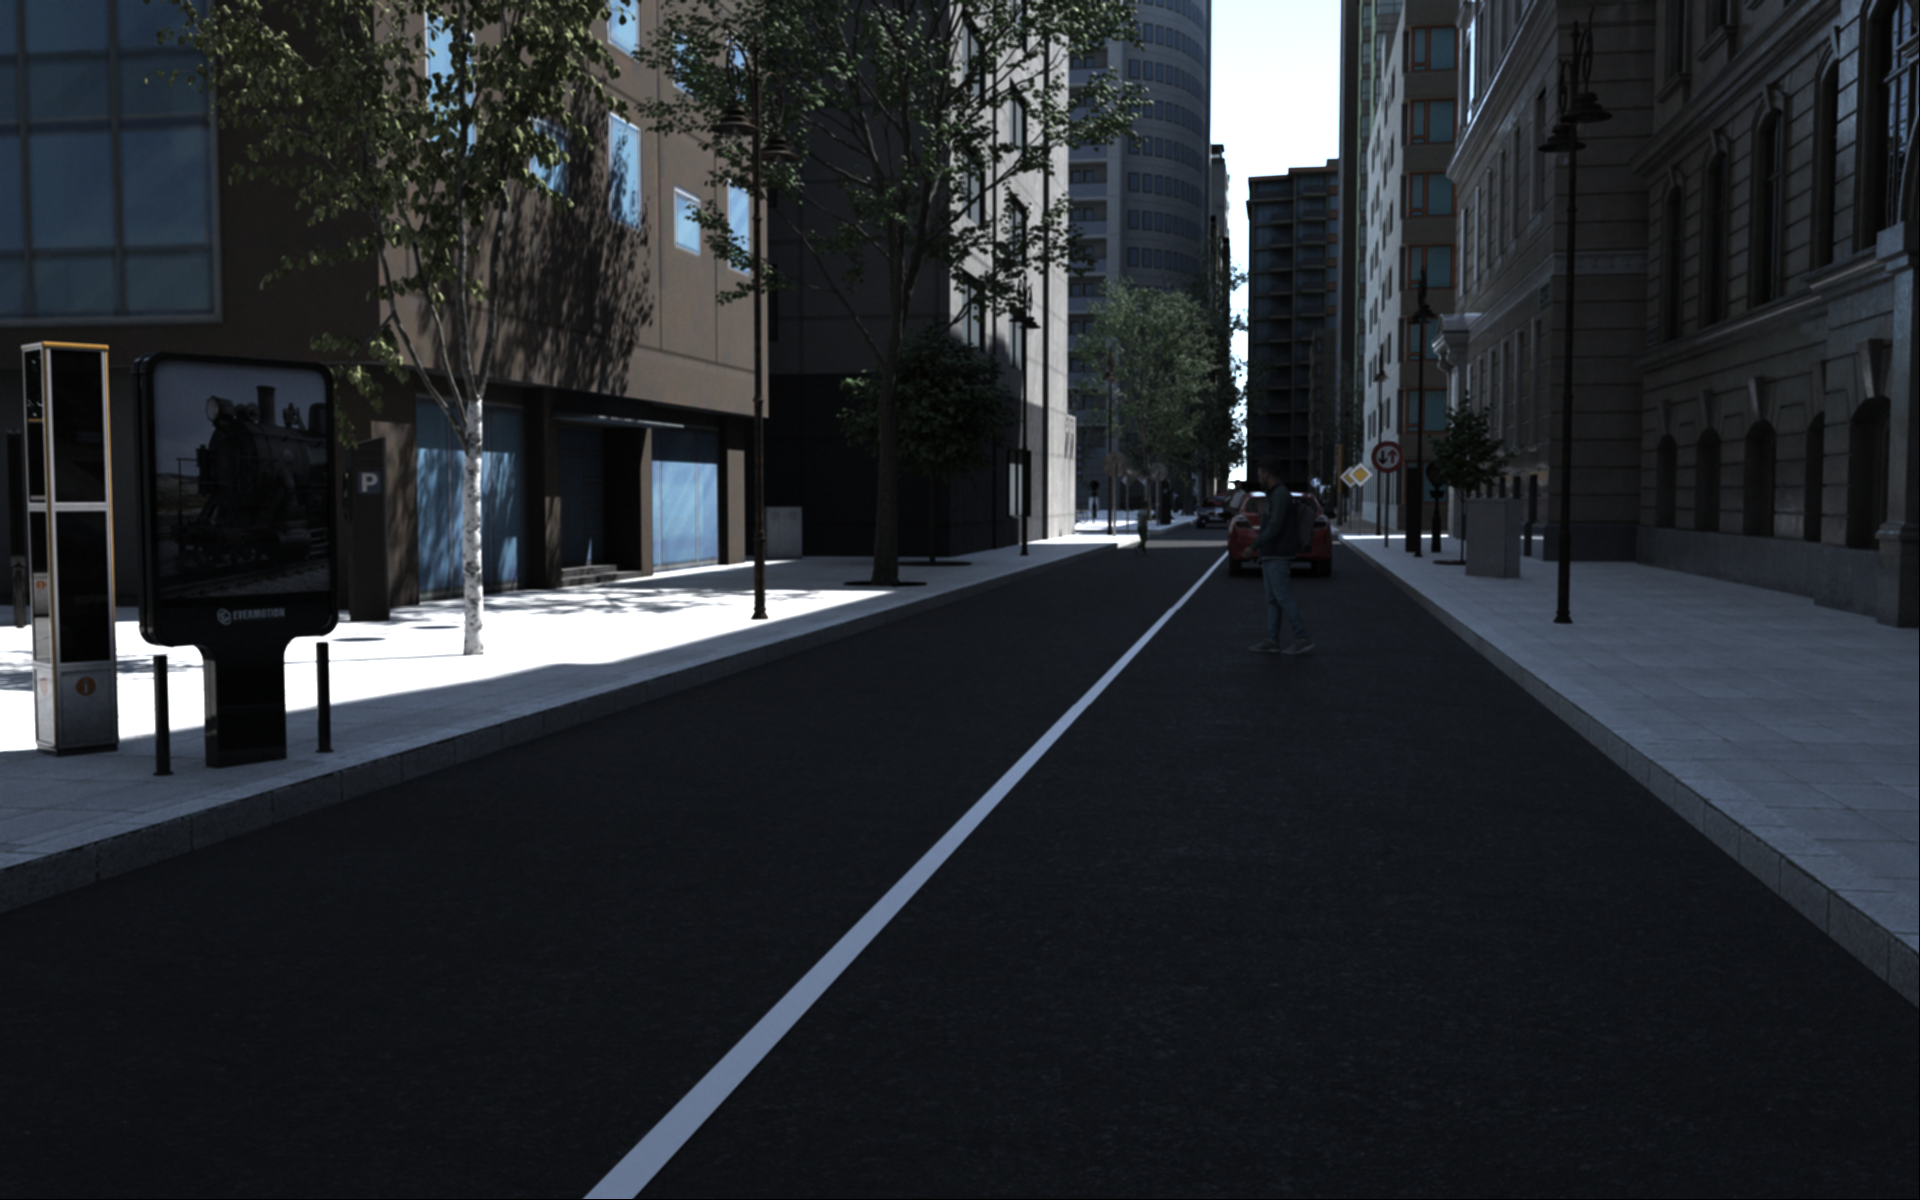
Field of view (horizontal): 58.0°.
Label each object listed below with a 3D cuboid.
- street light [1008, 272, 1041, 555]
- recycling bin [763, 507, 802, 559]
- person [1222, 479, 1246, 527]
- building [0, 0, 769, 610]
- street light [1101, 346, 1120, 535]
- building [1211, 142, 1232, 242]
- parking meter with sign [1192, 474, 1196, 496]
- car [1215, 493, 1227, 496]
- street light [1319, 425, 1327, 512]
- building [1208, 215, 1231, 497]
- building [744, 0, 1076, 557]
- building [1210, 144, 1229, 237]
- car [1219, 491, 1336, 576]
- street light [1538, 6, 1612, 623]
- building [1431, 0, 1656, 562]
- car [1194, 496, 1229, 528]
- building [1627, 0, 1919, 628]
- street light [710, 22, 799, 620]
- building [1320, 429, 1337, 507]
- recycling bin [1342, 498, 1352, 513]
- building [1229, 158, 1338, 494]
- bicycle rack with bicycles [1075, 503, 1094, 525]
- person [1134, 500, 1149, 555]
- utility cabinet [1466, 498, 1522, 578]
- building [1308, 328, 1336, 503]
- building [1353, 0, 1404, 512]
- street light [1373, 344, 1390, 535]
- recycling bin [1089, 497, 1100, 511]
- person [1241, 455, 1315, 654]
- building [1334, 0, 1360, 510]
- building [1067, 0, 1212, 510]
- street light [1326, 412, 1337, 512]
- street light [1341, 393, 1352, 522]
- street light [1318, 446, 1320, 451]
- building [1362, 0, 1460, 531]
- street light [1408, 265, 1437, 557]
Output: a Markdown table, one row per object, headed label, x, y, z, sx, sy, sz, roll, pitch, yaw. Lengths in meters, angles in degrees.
| label | x | y | z | sx | sy | sz | roll | pitch | yaw |
| --- | --- | --- | --- | --- | --- | --- | --- | --- | --- |
| street light | 1.351 | -3.875 | 36.143 | 0.468 | 5.910 | 1.993 | 1 | 4 | 11 |
| recycling bin | -3.542 | -1.337 | 34.412 | 0.722 | 1.027 | 0.722 | -1 | 4 | -15 |
| person | 7.455 | -2.350 | 47.030 | 0.679 | 1.850 | 0.850 | 0 | 4 | 2 |
| building | -11.668 | -22.960 | 25.507 | 14.600 | 45.320 | 14.200 | 1 | 4 | 11 |
| street light | 4.690 | -4.971 | 54.068 | 0.468 | 5.910 | 1.993 | 1 | 4 | 11 |
| building | 21.152 | -37.601 | 234.376 | 30.456 | 49.044 | 23.786 | 1 | 4 | 11 |
| parking meter with sign | 18.551 | -8.551 | 136.077 | 0.543 | 3.016 | 1.738 | 1 | 4 | 14 |
| car | 13.865 | -4.930 | 89.641 | 2.155 | 1.783 | 4.494 | 1 | 4 | 11 |
| street light | 24.541 | -8.762 | 116.051 | 0.468 | 5.910 | 1.993 | 1 | 4 | 11 |
| building | 22.046 | -25.475 | 188.212 | 14.160 | 30.474 | 14.107 | 1 | 4 | 11 |
| building | -8.328 | -37.100 | 44.831 | 20.611 | 71.187 | 20.563 | 1 | 4 | 11 |
| building | 24.579 | -31.884 | 204.900 | 14.086 | 41.232 | 14.154 | 1 | 4 | 11 |
| car | 5.828 | -1.389 | 31.749 | 2.155 | 1.783 | 4.494 | 1 | 4 | 9 |
| street light | 6.008 | -2.709 | 17.077 | 0.468 | 5.910 | 1.993 | 1 | 4 | 11 |
| building | 19.037 | -15.579 | 40.627 | 13.634 | 28.700 | 20.117 | 1 | 4 | 11 |
| car | 10.944 | -3.721 | 73.419 | 1.945 | 1.354 | 3.894 | 1 | 4 | 11 |
| building | 14.481 | -11.907 | 13.758 | 14.460 | 24.649 | 34.723 | 1 | 4 | 11 |
| street light | -2.053 | -2.741 | 17.602 | 0.468 | 5.910 | 1.993 | 1 | 4 | 11 |
| building | 45.696 | -51.900 | 161.232 | 22.319 | 86.520 | 31.000 | 1 | 4 | 11 |
| recycling bin | 25.706 | -6.305 | 115.648 | 0.722 | 1.027 | 0.722 | 0 | 4 | -2 |
| building | 50.575 | -35.085 | 228.263 | 28.867 | 44.769 | 22.147 | 1 | 4 | 11 |
| bicycle rack with bicycles | 4.237 | -3.610 | 72.413 | 2.852 | 0.926 | 2.925 | 2 | 4 | 30 |
| person | 4.271 | -1.711 | 40.721 | 0.306 | 1.304 | 0.590 | 3 | 5 | 42 |
| utility cabinet | 8.265 | -0.959 | 26.844 | 0.306 | 1.237 | 1.020 | -1 | 4 | -19 |
| building | 53.192 | -21.280 | 192.969 | 27.650 | 21.520 | 28.899 | 1 | 4 | 11 |
| building | 36.107 | -27.097 | 126.622 | 14.154 | 41.232 | 14.086 | 1 | 4 | 11 |
| street light | 12.984 | -4.940 | 53.564 | 0.468 | 5.910 | 1.993 | 1 | 4 | 11 |
| recycling bin | 10.266 | -7.325 | 132.315 | 0.722 | 1.027 | 0.722 | 1 | 4 | 19 |
| person | 2.866 | -0.418 | 15.679 | 0.721 | 1.781 | 0.623 | 0 | 4 | -1 |
| building | 37.909 | -30.005 | 140.687 | 14.600 | 45.320 | 14.200 | 1 | 4 | 11 |
| building | 10.853 | -37.325 | 152.265 | 21.231 | 58.520 | 28.212 | 1 | 4 | 11 |
| street light | 21.171 | -7.666 | 98.132 | 0.468 | 5.910 | 1.993 | 1 | 4 | 11 |
| street light | 17.746 | -6.535 | 79.639 | 0.468 | 5.910 | 1.993 | 1 | 4 | 11 |
| street light | 28.019 | -9.908 | 134.775 | 0.468 | 5.910 | 1.993 | 1 | 4 | 11 |
| building | 32.150 | -13.841 | 71.341 | 28.899 | 21.520 | 27.650 | 1 | 4 | 11 |
| street light | 9.344 | -3.814 | 35.154 | 0.468 | 5.910 | 1.993 | 1 | 4 | 11 |
